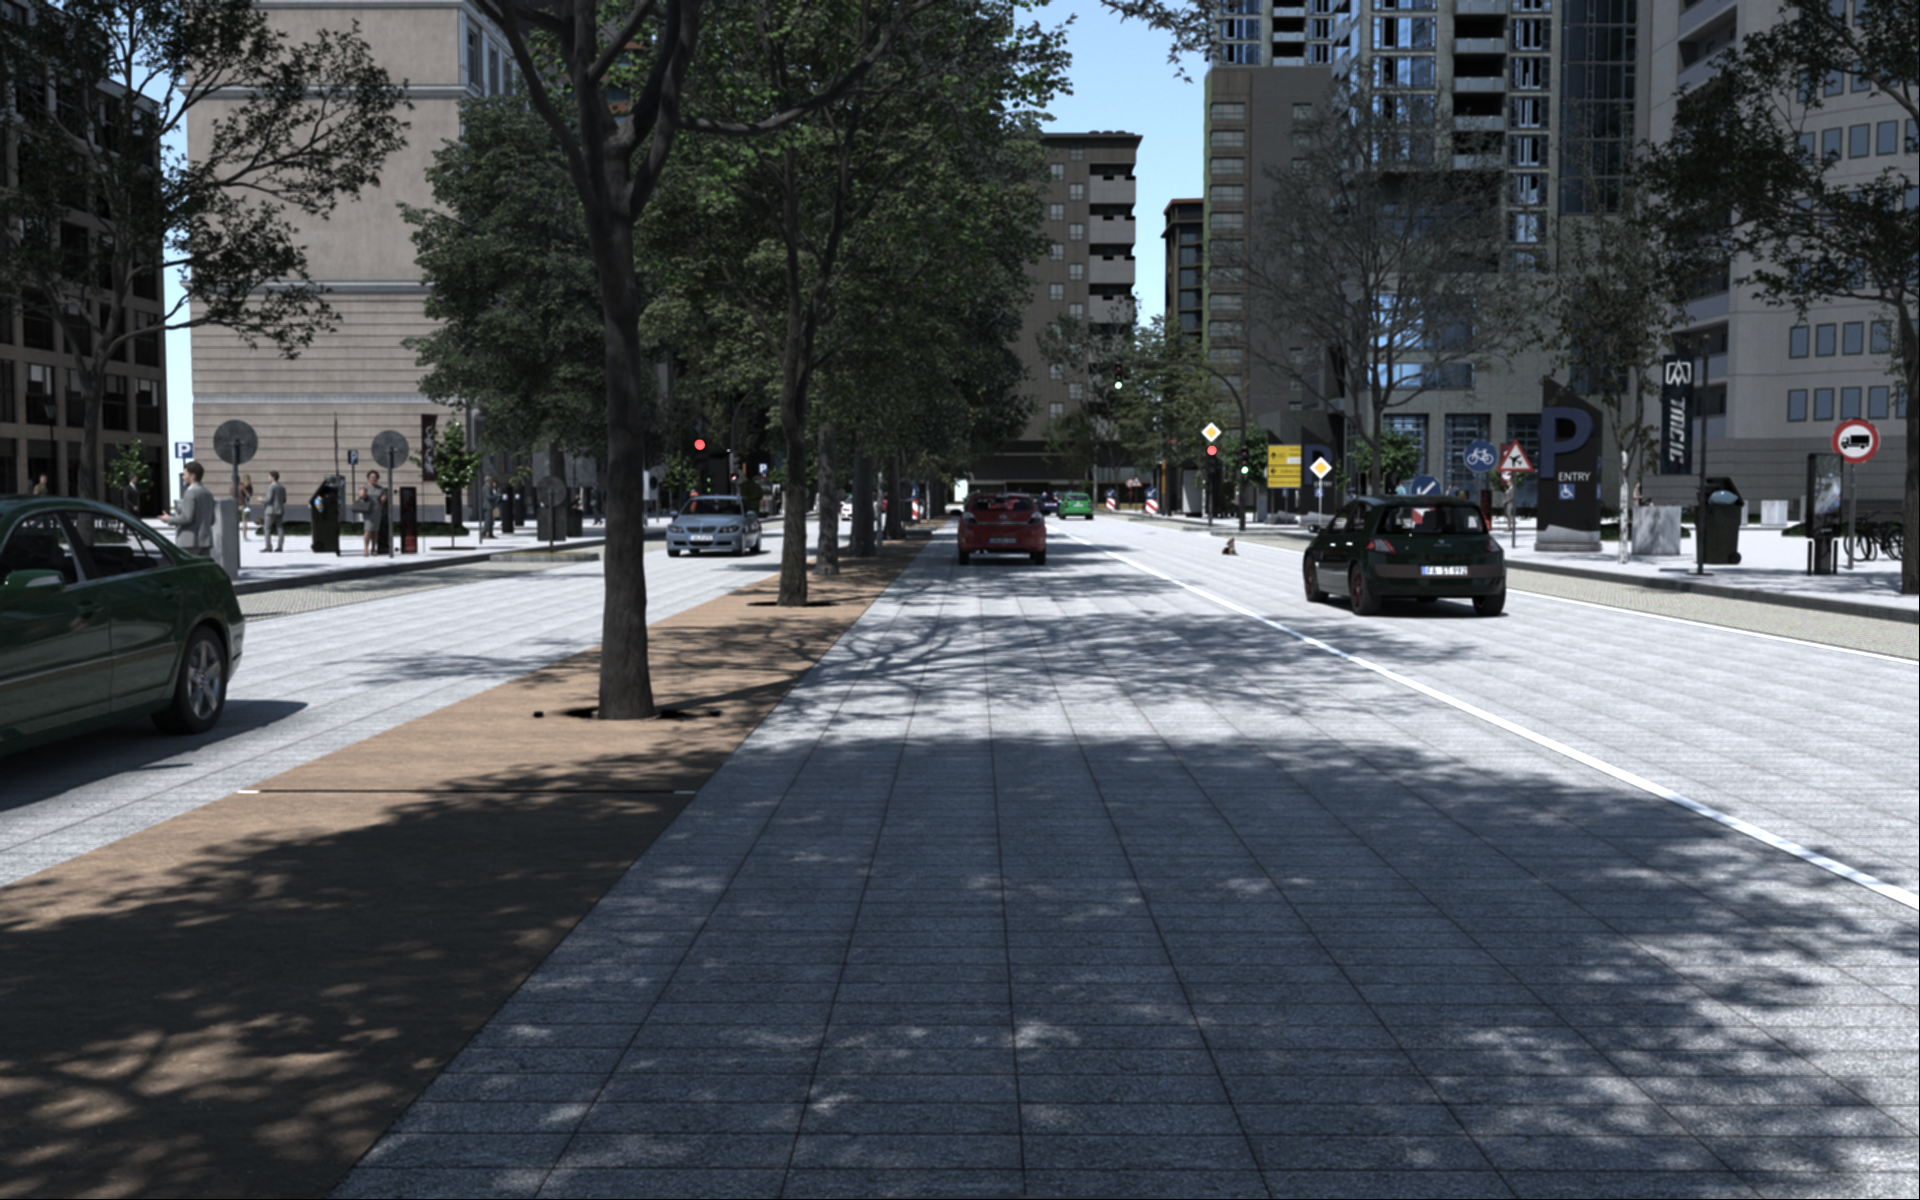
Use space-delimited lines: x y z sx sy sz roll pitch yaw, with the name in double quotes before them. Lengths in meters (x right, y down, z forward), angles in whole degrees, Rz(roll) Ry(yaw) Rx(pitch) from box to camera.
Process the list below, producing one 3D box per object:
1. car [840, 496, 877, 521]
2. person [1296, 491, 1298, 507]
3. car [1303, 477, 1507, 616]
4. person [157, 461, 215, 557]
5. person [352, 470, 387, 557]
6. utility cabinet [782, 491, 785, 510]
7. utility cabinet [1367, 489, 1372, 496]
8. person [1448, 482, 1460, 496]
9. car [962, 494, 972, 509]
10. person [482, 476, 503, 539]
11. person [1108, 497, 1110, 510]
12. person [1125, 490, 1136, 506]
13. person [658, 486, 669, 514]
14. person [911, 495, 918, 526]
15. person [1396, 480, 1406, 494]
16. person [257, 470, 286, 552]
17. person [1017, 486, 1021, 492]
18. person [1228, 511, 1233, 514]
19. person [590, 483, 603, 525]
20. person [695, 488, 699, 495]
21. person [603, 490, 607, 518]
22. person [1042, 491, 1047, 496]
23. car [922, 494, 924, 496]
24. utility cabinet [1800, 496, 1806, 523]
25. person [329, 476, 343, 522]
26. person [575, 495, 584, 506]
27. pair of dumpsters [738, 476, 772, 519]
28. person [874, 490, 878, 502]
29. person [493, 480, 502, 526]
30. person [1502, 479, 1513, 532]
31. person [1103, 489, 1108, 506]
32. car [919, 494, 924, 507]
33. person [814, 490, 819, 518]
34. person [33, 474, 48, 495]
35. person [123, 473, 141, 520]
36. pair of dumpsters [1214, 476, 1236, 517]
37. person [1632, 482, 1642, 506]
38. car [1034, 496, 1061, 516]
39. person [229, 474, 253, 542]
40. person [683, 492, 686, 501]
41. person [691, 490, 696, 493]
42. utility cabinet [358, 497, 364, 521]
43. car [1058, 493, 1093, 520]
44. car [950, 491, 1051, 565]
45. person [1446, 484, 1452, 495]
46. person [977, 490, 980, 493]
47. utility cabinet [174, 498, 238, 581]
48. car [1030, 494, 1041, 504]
"car" -5.413 -4.996 94.053 2.083 1.381 4.827 0 4 0
"person" 21.866 -6.542 113.235 0.478 1.798 0.641 1 4 17
"car" 5.494 -0.733 21.769 2.009 1.686 4.222 0 4 -1
"person" -8.703 -0.662 19.524 0.583 1.804 0.606 0 4 -1
"person" -12.129 -1.785 35.590 0.716 1.782 0.532 -3 5 -40
"utility cabinet" -14.010 -7.981 139.164 0.318 1.500 1.173 -2 4 -23
"utility cabinet" 16.415 -3.753 70.038 0.318 1.500 1.173 2 4 33
"person" 21.494 -4.209 75.044 0.721 1.800 0.419 3 4 36
"car" 1.252 -9.339 164.494 2.131 1.459 4.920 0 4 0
"person" -13.430 -2.656 49.644 0.590 1.801 0.661 -2 4 -24
"person" 11.925 -7.750 137.770 0.382 1.210 0.505 -2 4 -27
"person" 19.147 -11.512 194.209 1.348 1.831 0.705 0 4 6
"person" -19.155 -6.585 113.925 1.509 1.804 0.699 -1 4 -10
"person" -2.029 -3.865 71.879 0.709 1.800 0.728 -2 4 -30
"person" 17.315 -3.813 68.247 0.748 1.841 0.638 -1 4 -10
"person" -15.242 -1.963 38.339 0.583 1.804 0.606 1 4 11
"person" 3.612 -5.832 103.219 0.648 1.900 0.474 3 5 40
"person" 17.315 -6.385 110.621 0.419 1.800 0.721 -1 4 -19
"person" -14.906 -3.957 71.162 0.534 1.772 0.576 0 4 -4
"person" -20.237 -7.688 132.098 0.716 1.782 0.532 0 4 -4
"person" -18.816 -5.288 92.857 0.623 1.781 0.721 -1 4 -11
"person" 9.894 -11.939 203.577 0.709 1.838 0.599 -1 4 -19
"car" -4.190 -12.329 213.575 2.014 1.417 4.499 0 4 -1
"utility cabinet" 27.945 -2.808 57.074 0.306 1.237 1.020 1 4 13
"person" -17.799 -2.608 49.024 0.601 1.785 0.444 1 4 12
"person" -18.228 -4.419 82.974 0.332 1.250 0.352 3 4 36
"pair of dumpsters" -10.900 -5.434 91.343 1.574 2.255 4.437 0 4 0
"person" -7.191 -8.689 150.521 0.705 1.831 1.348 -2 4 -28
"person" -18.439 -3.847 68.927 0.713 1.824 0.794 -2 4 -24
"person" 18.553 -3.207 58.748 0.573 1.790 0.520 -2 4 -25
"person" 16.026 -11.252 190.027 0.705 1.823 1.348 -1 4 -19
"car" -4.758 -11.193 192.786 2.009 1.686 4.222 0 4 2
"person" -7.938 -5.440 97.795 0.694 1.780 0.624 0 4 0
"person" -26.056 -2.637 49.063 0.836 1.842 0.656 -3 4 -36
"person" -22.697 -2.557 47.632 0.755 1.850 0.659 0 4 6
"pair of dumpsters" 14.895 -5.816 97.580 1.574 2.255 4.437 0 4 0
"person" 27.343 -3.885 69.900 0.374 1.781 0.599 2 4 26
"car" 5.694 -6.027 111.117 1.945 1.354 3.894 0 4 -1
"person" -19.386 -2.495 46.803 0.580 1.828 0.573 -3 4 -37
"person" -20.229 -7.333 126.284 0.601 1.785 0.444 -1 4 -18
"person" -13.129 -4.837 85.477 0.444 1.785 0.601 0 4 -8
"utility cabinet" -19.279 -2.809 57.088 1.020 1.237 0.306 0 4 7
"car" 6.513 -5.423 97.458 1.959 1.807 4.718 0 4 0
"car" 0.858 -1.680 36.511 2.155 1.783 4.494 0 4 0
"person" 22.271 -4.415 78.978 0.760 1.731 0.466 1 4 10
"person" 1.544 -7.974 139.360 0.782 1.767 0.515 -1 4 -14
"utility cabinet" -11.165 -0.886 25.643 1.020 1.237 0.306 2 4 27
"car" 6.306 -8.477 150.397 2.131 1.459 4.920 0 4 -2
